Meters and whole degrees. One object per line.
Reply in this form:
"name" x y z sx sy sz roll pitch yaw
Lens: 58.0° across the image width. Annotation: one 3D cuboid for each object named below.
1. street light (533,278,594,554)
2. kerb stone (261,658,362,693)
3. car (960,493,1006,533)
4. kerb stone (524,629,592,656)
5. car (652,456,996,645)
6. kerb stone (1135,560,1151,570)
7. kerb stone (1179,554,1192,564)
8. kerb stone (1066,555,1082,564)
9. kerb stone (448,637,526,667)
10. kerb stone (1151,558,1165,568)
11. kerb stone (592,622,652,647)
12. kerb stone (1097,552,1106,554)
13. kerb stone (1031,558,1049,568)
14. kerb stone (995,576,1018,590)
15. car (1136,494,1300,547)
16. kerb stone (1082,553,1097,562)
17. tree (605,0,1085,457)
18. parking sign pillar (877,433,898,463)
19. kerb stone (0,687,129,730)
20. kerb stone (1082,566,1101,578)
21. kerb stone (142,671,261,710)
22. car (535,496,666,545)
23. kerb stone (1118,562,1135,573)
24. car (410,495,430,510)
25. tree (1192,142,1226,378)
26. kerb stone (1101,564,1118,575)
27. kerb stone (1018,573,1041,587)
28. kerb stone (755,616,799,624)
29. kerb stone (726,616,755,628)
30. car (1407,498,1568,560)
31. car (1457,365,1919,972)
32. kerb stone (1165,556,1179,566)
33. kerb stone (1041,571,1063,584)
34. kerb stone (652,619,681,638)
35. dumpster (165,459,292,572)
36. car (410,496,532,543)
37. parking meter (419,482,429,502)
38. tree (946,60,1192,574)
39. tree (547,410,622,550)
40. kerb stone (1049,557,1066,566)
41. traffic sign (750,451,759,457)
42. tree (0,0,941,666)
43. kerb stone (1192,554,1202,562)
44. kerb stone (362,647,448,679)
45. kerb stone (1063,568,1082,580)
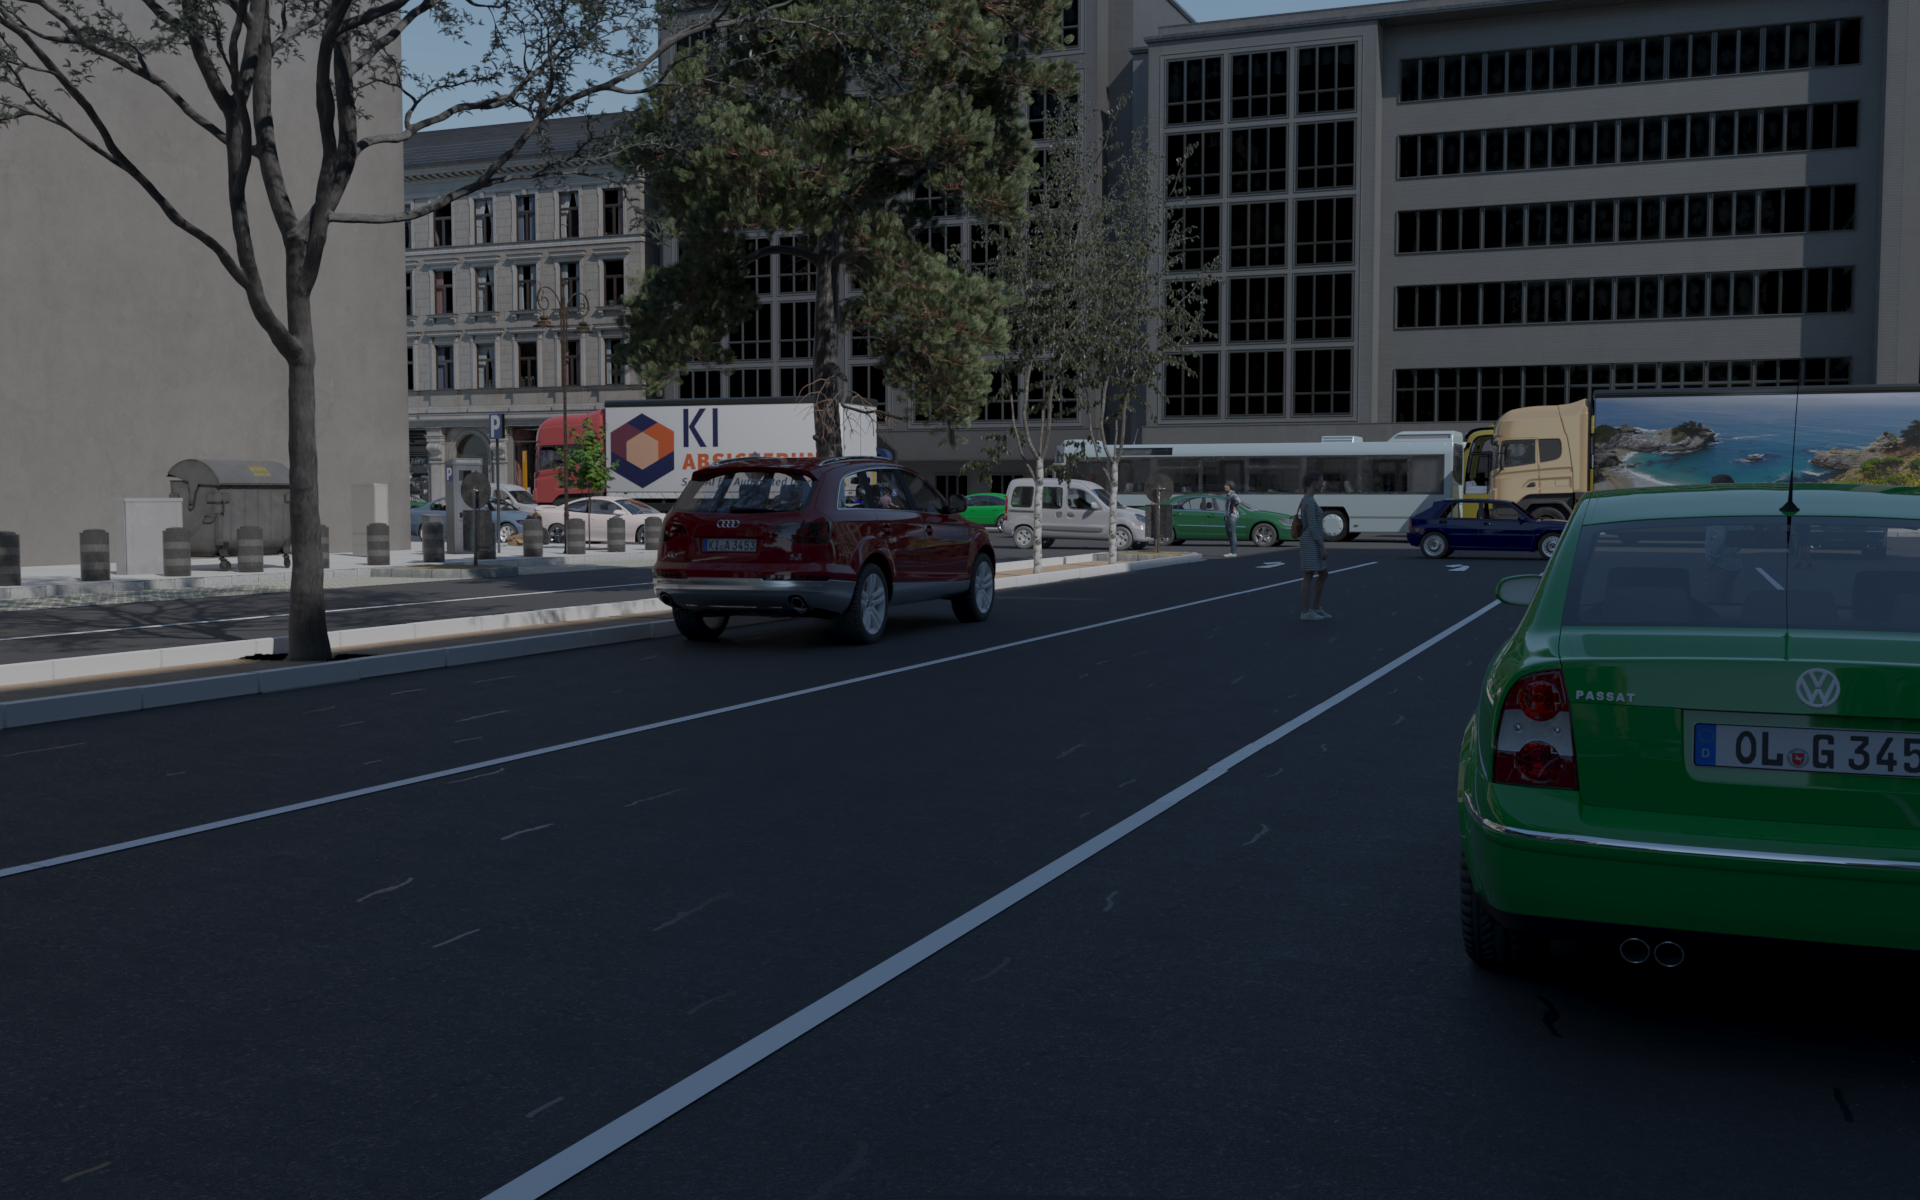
"street light" -8.495 -3.943 37.263 0.468 5.910 1.993 1 4 22
"kerb stone" -4.883 0.568 12.935 0.120 0.150 1.000 1 4 22
"car" 0.770 -3.437 64.999 4.718 1.807 1.959 2 4 24
"kerb stone" -3.720 0.392 15.791 0.120 0.150 1.000 1 4 22
"car" -1.231 -0.585 18.237 2.281 1.827 5.304 1 4 20
"kerb stone" 3.370 -0.652 32.879 0.120 0.150 1.000 1 4 22
"kerb stone" 4.544 -0.829 35.744 0.120 0.150 1.000 1 4 22
"kerb stone" 2.243 -0.819 35.645 0.120 0.150 1.000 1 4 22
"kerb stone" -4.101 0.450 14.838 0.120 0.150 1.000 1 4 22
"kerb stone" 3.764 -0.710 33.837 0.120 0.150 1.000 1 4 22
"kerb stone" -3.323 0.334 16.738 0.120 0.150 1.000 1 4 22
"kerb stone" 3.026 -0.939 37.555 0.120 0.150 1.000 1 4 22
"kerb stone" 1.452 -0.706 33.747 0.120 0.150 1.000 1 4 22
"kerb stone" 0.610 -0.246 26.237 0.120 0.150 1.000 1 4 22
"car" 7.146 -2.213 47.981 4.920 1.459 2.131 1 4 21
"kerb stone" 2.635 -0.880 36.599 0.120 0.150 1.000 1 4 22
"tree" -1.809 -6.055 23.506 6.751 12.117 7.091 0 3 0
"parking sign pillar" -3.277 -5.230 73.977 1.447 3.967 1.447 3 5 40
"kerb stone" -5.678 0.682 11.041 0.120 0.150 1.000 1 4 22
"kerb stone" 2.192 -0.479 30.034 0.120 0.150 1.000 1 4 22
"kerb stone" -5.286 0.628 11.990 0.120 0.150 1.000 1 4 22
"car" -9.307 -2.126 47.128 4.827 1.381 2.083 1 4 21
"kerb stone" 2.974 -0.596 31.932 0.120 0.150 1.000 1 4 22
"car" -25.977 -4.090 78.674 4.920 1.459 2.131 2 4 23
"tree" 3.071 -4.963 33.965 4.360 8.622 3.978 0 3 0
"kerb stone" 2.583 -0.537 30.983 0.120 0.150 1.000 1 4 22
"kerb stone" 1.011 -0.305 27.186 0.120 0.150 1.000 1 4 22
"kerb stone" -2.138 0.164 19.582 0.120 0.150 1.000 1 4 22
"kerb stone" -2.530 0.218 18.632 0.120 0.150 1.000 1 4 22
"car" 11.981 -1.584 38.486 3.894 1.354 1.945 1 4 22
"car" 2.888 0.157 6.224 1.959 1.807 4.718 1 4 22
"kerb stone" 4.148 -0.770 34.789 0.120 0.150 1.000 1 4 22
"kerb stone" 1.405 -0.363 28.134 0.120 0.150 1.000 1 4 22
"kerb stone" -2.919 0.276 17.682 0.120 0.150 1.000 1 4 22
"dumpster" -12.360 -1.448 29.425 1.264 1.857 1.865 1 4 22
"car" -13.682 -2.300 49.610 4.499 1.417 2.014 1 4 23
"parking meter" -25.879 -4.767 83.659 0.399 1.863 0.255 -3 5 -40
"tree" 1.415 -4.710 29.831 4.360 8.622 3.978 0 3 0
"tree" -8.475 -2.776 39.988 1.663 3.219 1.824 0 3 0
"kerb stone" 1.845 -0.764 34.695 0.120 0.150 1.000 1 4 22
"traffic sign" -4.828 -2.269 40.738 0.795 2.450 0.064 1 4 22
"tree" -5.628 -6.210 14.363 12.009 13.543 11.850 0 3 0
"kerb stone" 4.943 -0.887 36.690 0.120 0.150 1.000 1 4 22
"kerb stone" -4.508 0.508 13.891 0.120 0.150 1.000 1 4 22
"kerb stone" 1.788 -0.419 29.087 0.120 0.150 1.000 1 4 22
